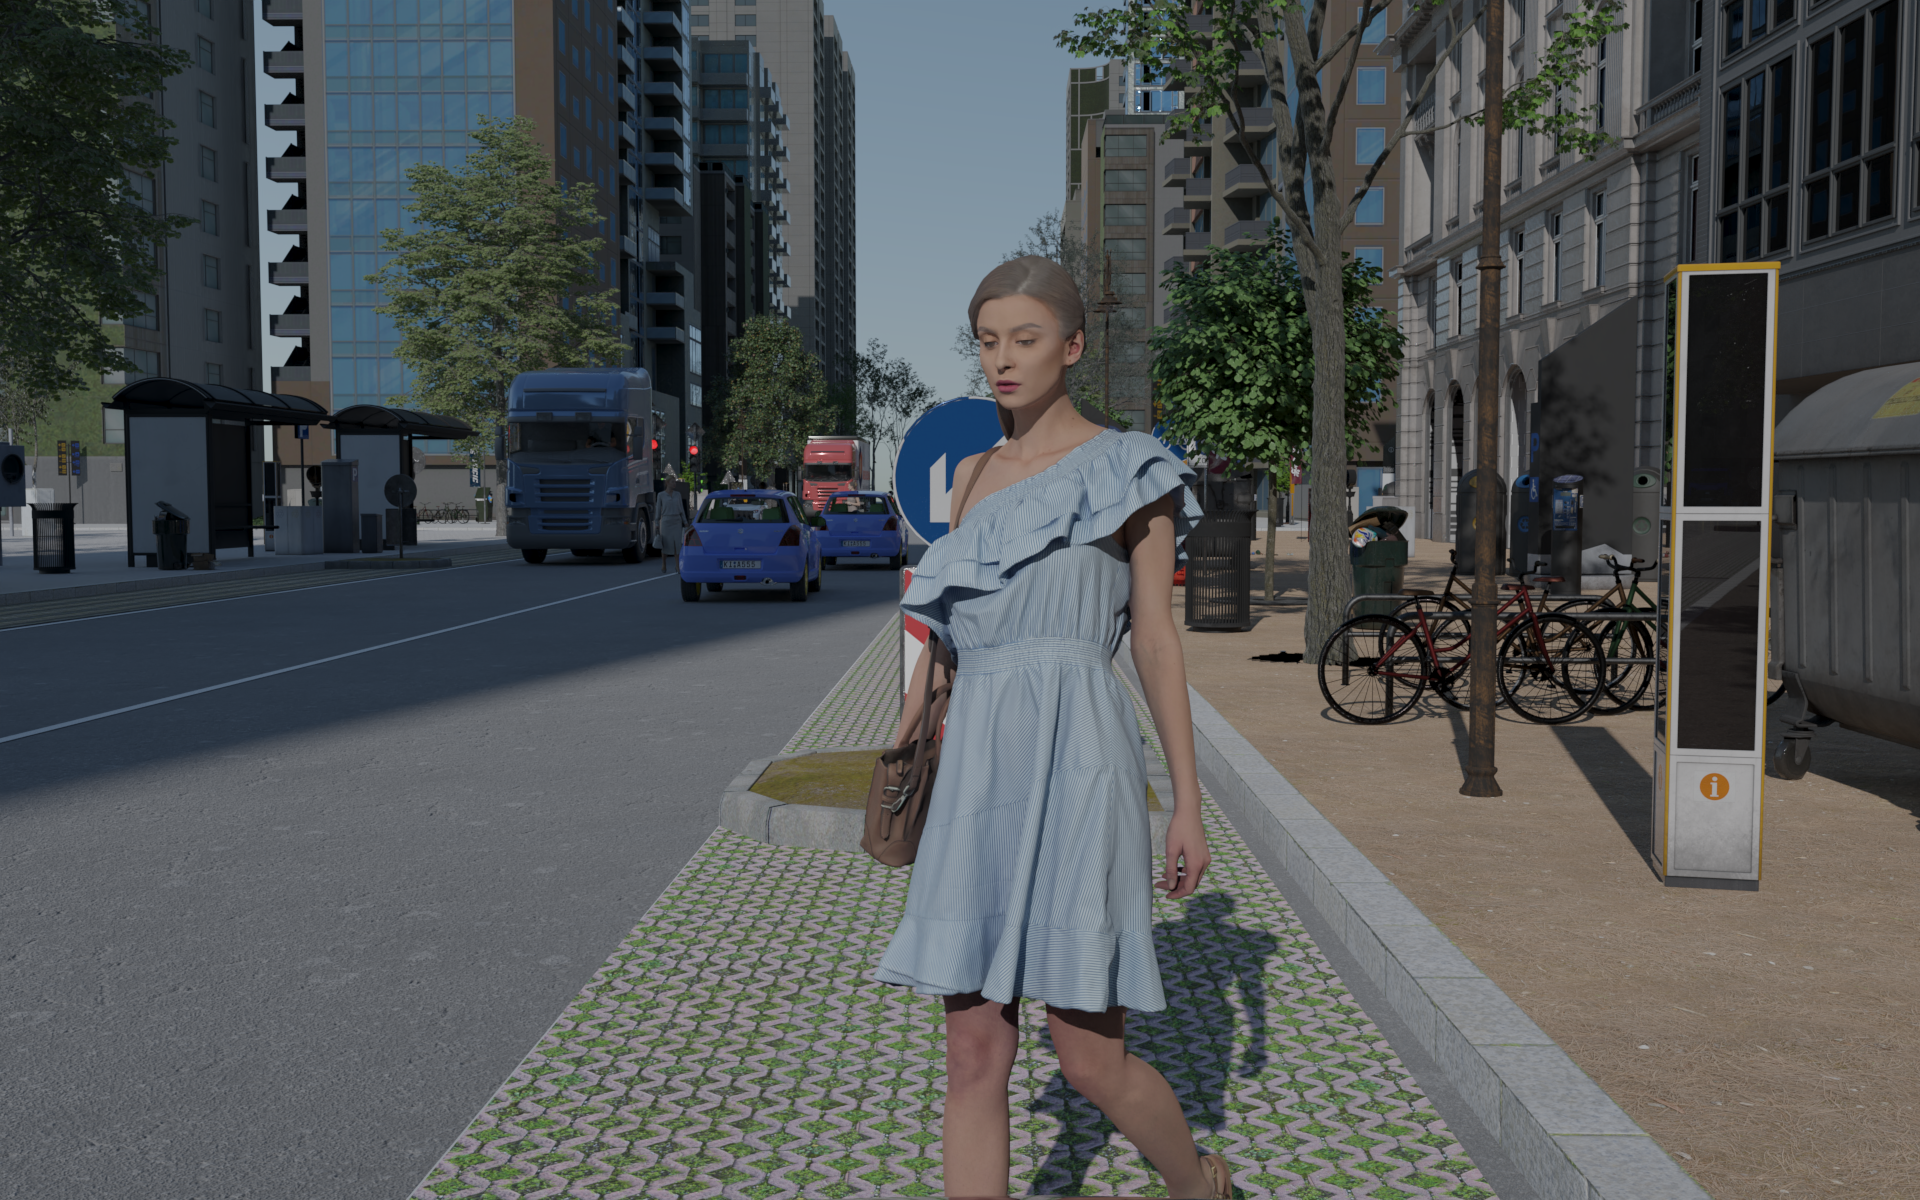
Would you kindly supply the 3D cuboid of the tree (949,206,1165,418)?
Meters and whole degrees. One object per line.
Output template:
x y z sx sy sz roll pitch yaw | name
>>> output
4.486 -10.071 75.034 12.009 13.543 11.850 0 3 0 | tree

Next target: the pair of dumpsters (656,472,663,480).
-13.263 -4.432 74.959 1.574 2.255 4.437 0 4 1 | pair of dumpsters

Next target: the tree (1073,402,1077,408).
4.107 -8.214 84.665 4.360 8.622 3.978 0 3 0 | tree

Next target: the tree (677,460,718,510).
-12.976 -5.480 84.203 1.663 3.219 1.824 0 3 0 | tree

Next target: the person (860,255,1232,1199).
0.130 0.349 2.889 0.778 1.811 0.616 -3 5 -44 | person

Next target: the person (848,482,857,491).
-3.110 -2.457 49.015 0.374 1.781 0.599 -3 5 -40 | person

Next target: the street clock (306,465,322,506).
-15.996 -2.357 43.109 0.471 2.002 0.358 -1 4 -14 | street clock

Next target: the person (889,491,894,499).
-7.169 -10.491 180.709 0.721 1.739 1.217 -2 4 -25 | person

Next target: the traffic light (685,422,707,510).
-10.308 -4.809 67.550 0.839 4.253 0.868 0 4 1 | traffic light

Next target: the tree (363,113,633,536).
-13.746 -8.179 51.862 7.486 12.596 7.792 0 3 0 | tree

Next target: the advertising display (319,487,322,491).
-21.477 -3.299 59.151 0.123 1.923 0.974 2 4 34 | advertising display

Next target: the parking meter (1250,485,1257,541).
7.974 -2.401 47.671 0.372 1.533 0.369 0 3 0 | parking meter

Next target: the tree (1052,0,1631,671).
2.653 -5.329 12.886 9.928 11.665 9.643 0 3 0 | tree

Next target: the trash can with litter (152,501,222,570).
-13.089 -1.098 29.333 1.055 1.170 0.624 0 4 -6 | trash can with litter

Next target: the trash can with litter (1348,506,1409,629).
3.881 -0.324 16.677 0.624 1.170 1.055 -1 4 -10 | trash can with litter

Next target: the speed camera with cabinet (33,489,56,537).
-27.978 -3.531 52.060 2.038 3.252 0.660 3 4 38 | speed camera with cabinet

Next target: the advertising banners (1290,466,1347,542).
9.452 -3.042 45.926 0.090 3.025 2.074 -3 4 -36 | advertising banners

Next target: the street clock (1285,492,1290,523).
14.523 -4.410 76.666 0.471 2.002 0.358 1 4 19 | street clock

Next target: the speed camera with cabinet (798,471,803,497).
-12.653 -8.480 132.976 2.038 3.252 0.660 -2 4 -32 | speed camera with cabinet

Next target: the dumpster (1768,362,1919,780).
4.227 -0.076 7.009 1.264 1.857 1.865 0 4 1 | dumpster

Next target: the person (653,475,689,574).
-5.193 -1.370 31.254 0.694 1.780 0.624 -1 4 -13 | person

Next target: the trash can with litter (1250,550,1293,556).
5.860 -1.552 36.439 2.233 1.210 1.678 1 4 19 | trash can with litter

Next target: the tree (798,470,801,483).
-11.362 -9.478 138.673 4.285 4.588 4.351 0 3 0 | tree

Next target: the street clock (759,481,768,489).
-11.316 -5.815 99.642 0.471 2.002 0.358 1 4 15 | street clock

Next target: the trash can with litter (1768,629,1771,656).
7.077 -0.174 13.908 1.678 1.210 2.233 -1 4 -14 | trash can with litter

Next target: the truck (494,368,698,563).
-7.625 -3.242 42.769 2.967 4.110 18.799 0 4 1 | truck

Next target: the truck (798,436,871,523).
-6.049 -5.905 85.454 2.839 4.237 11.283 0 4 1 | truck

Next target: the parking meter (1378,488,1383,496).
17.267 -3.812 70.738 0.372 1.533 0.369 0 3 0 | parking meter

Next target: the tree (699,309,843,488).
-11.763 -11.637 107.267 9.611 12.733 9.660 0 3 0 | tree

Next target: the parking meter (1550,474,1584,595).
7.742 -0.837 22.093 0.372 1.533 0.369 0 3 0 | parking meter

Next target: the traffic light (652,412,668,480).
-10.475 -4.321 59.566 0.839 4.253 0.868 0 4 1 | traffic light

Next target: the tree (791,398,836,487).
-11.128 -10.878 128.212 4.737 8.622 4.395 0 3 0 | tree

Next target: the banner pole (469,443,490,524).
-20.609 -5.149 74.209 0.863 3.779 0.401 0 4 -1 | banner pole

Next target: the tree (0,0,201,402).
-13.689 -6.383 22.493 7.486 12.596 7.792 0 3 0 | tree

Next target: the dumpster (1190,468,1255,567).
4.306 -1.452 29.499 1.264 1.857 1.865 0 4 1 | dumpster

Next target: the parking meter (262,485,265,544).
-17.667 -2.201 44.403 0.372 1.533 0.369 0 3 0 | parking meter

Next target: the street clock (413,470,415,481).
-14.422 -2.478 45.080 0.471 2.002 0.358 -1 4 -11 | street clock

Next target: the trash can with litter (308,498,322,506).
-17.325 -2.185 47.114 0.624 1.170 1.055 -3 4 -38 | trash can with litter

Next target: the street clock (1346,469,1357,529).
11.444 -2.831 50.864 0.358 2.002 0.471 -1 4 -10 | street clock

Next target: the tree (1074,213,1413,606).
3.643 -2.241 20.354 4.285 4.588 4.351 0 3 0 | tree

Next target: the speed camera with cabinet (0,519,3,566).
-17.140 -2.182 30.006 0.660 3.252 2.038 1 4 10 | speed camera with cabinet

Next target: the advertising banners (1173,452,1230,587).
2.993 -1.705 24.063 2.074 3.025 0.090 3 5 41 | advertising banners

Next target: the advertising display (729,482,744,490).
-11.749 -5.254 91.112 0.123 1.923 0.974 3 4 36 | advertising display
